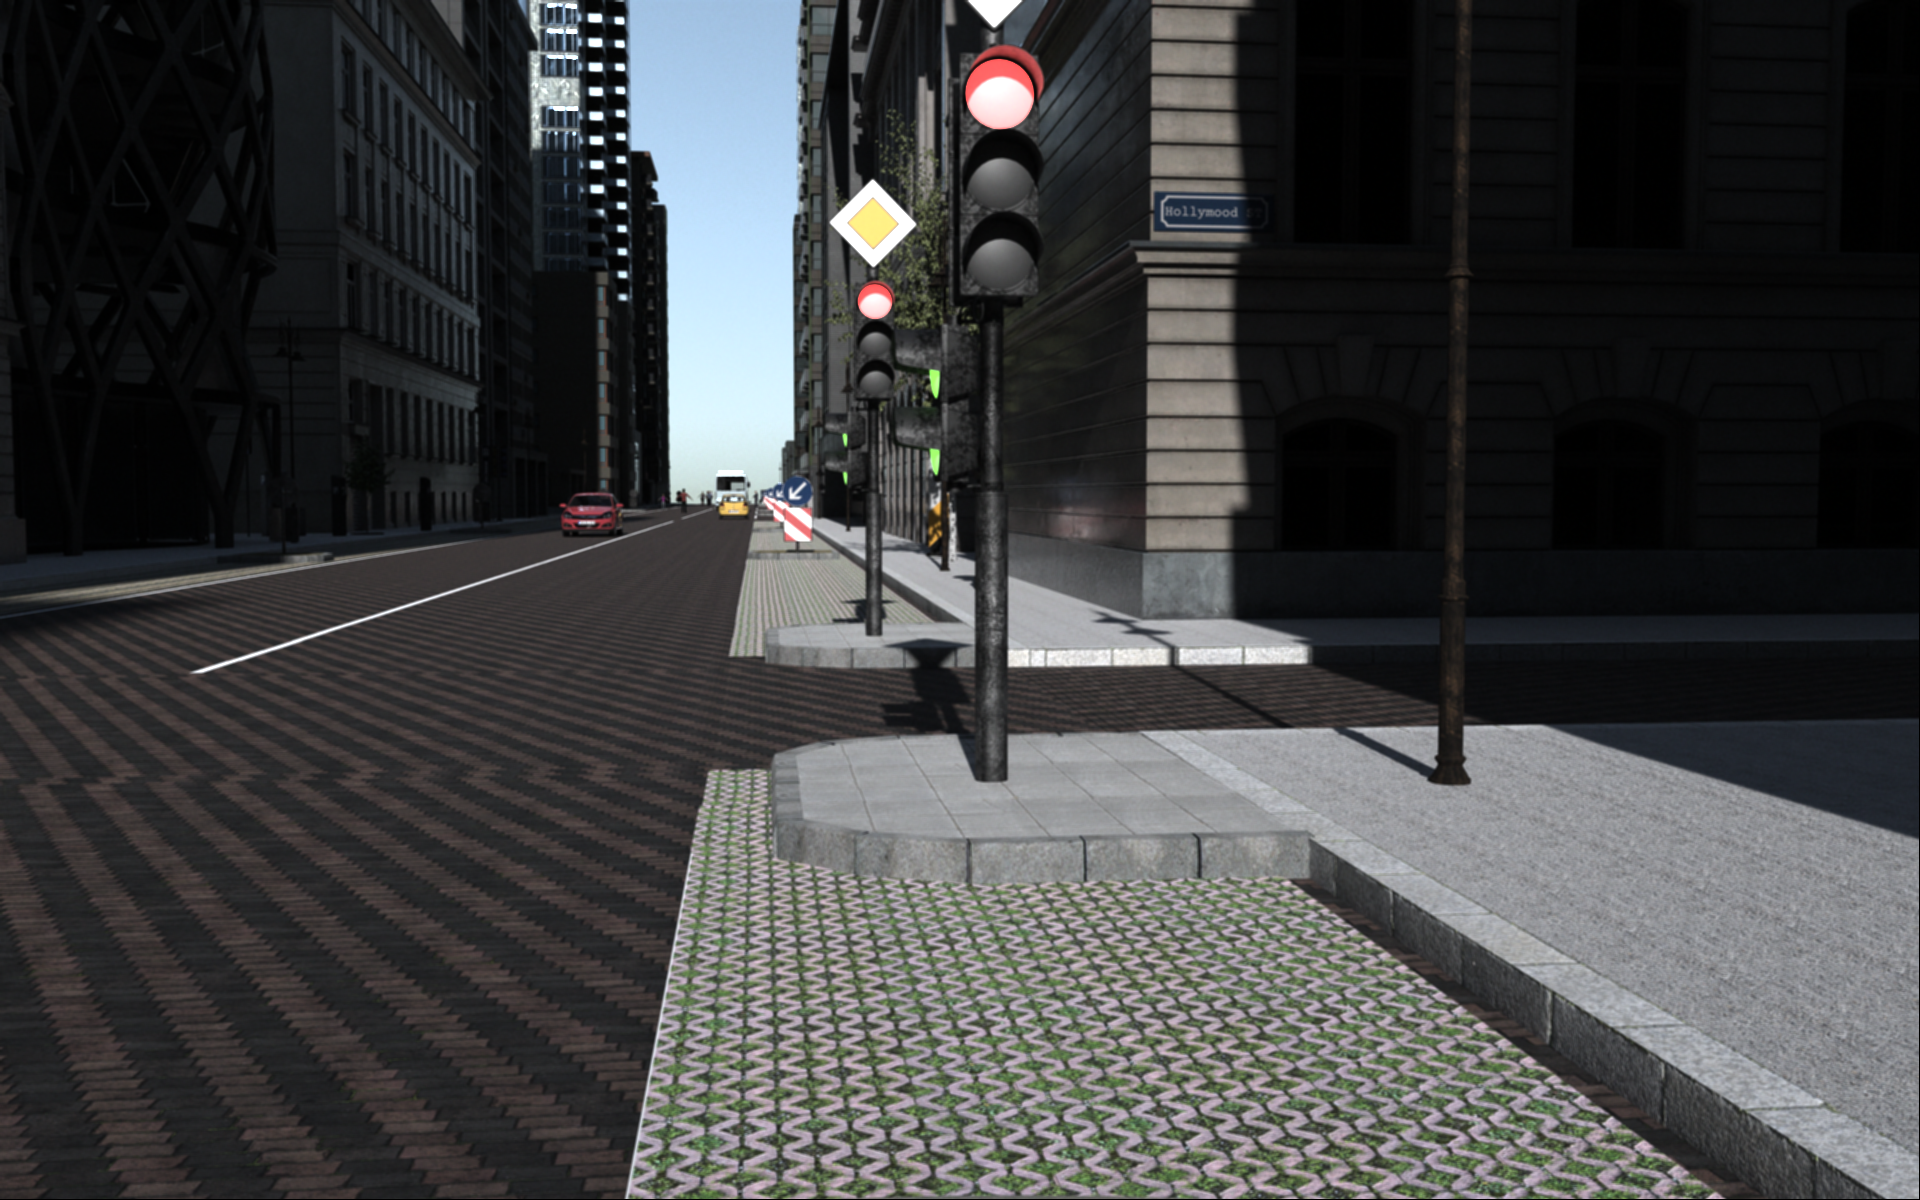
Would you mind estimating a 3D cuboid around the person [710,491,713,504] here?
[{"bbox_3d":[-35.341,-14.576,246.685,0.599,1.838,0.709,0,4,-2],"label":"person"}]

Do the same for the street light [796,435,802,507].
[{"bbox_3d":[-12.622,-9.960,135.639,0.468,5.910,1.993,0,4,-7],"label":"street light"}]

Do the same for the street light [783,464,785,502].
[{"bbox_3d":[-18.602,-13.089,186.790,0.468,5.910,1.993,0,4,-7],"label":"street light"}]

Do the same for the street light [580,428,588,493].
[{"bbox_3d":[-26.405,-9.127,122.013,0.468,5.910,1.993,0,4,-7],"label":"street light"}]

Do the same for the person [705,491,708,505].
[{"bbox_3d":[-31.853,-12.835,218.495,0.705,1.807,1.348,-2,4,-26],"label":"person"}]

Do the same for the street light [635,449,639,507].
[{"bbox_3d":[-32.259,-12.257,173.186,0.468,5.910,1.993,0,4,-7],"label":"street light"}]

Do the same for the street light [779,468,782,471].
[{"bbox_3d":[-22.153,-15.002,218.065,0.468,5.910,1.993,0,4,-7],"label":"street light"}]

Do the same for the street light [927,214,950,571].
[{"bbox_3d":[-0.253,-3.426,28.808,0.468,5.910,1.993,0,4,-7],"label":"street light"}]

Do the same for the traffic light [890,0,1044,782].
[{"bbox_3d":[0.122,-1.146,7.661,0.839,4.253,0.868,0,4,-7],"label":"traffic light"}]

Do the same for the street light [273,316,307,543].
[{"bbox_3d":[-17.428,-4.427,45.170,0.468,5.910,1.993,0,4,-7],"label":"street light"}]

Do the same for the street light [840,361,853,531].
[{"bbox_3d":[-3.867,-5.317,59.726,0.468,5.910,1.993,0,4,-7],"label":"street light"}]

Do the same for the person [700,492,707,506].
[{"bbox_3d":[-30.167,-11.852,202.998,1.217,1.735,0.721,0,4,0],"label":"person"}]

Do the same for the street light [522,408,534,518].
[{"bbox_3d":[-22.784,-7.261,91.497,0.468,5.910,1.993,0,4,-7],"label":"street light"}]

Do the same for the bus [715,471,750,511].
[{"bbox_3d":[-19.263,-9.273,146.471,2.948,3.499,13.247,0,4,-7],"label":"bus"}]

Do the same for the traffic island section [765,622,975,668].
[{"bbox_3d":[-0.757,0.402,15.712,2.009,0.180,2.903,0,4,-7],"label":"traffic island section"}]

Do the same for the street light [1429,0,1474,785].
[{"bbox_3d":[2.182,-2.125,7.533,0.468,5.910,1.993,0,4,-7],"label":"street light"}]

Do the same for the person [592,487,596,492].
[{"bbox_3d":[-19.649,-5.171,93.122,0.705,1.814,1.350,2,4,32],"label":"person"}]

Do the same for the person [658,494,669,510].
[{"bbox_3d":[-26.382,-8.705,154.058,0.991,1.433,0.599,-1,4,-15],"label":"person"}]

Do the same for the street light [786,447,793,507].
[{"bbox_3d":[-16.214,-11.828,166.175,0.468,5.910,1.993,0,4,-7],"label":"street light"}]

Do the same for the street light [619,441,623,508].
[{"bbox_3d":[-29.822,-10.980,152.309,0.468,5.910,1.993,0,4,-7],"label":"street light"}]

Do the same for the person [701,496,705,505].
[{"bbox_3d":[-32.232,-12.553,216.978,0.421,1.427,0.697,2,4,25],"label":"person"}]

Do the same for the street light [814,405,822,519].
[{"bbox_3d":[-7.341,-7.170,90.015,0.468,5.910,1.993,0,4,-7],"label":"street light"}]

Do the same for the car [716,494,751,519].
[{"bbox_3d":[-13.005,-5.461,99.515,2.015,1.641,3.980,0,4,-8],"label":"car"}]

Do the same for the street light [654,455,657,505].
[{"bbox_3d":[-35.740,-14.114,203.553,0.468,5.910,1.993,0,4,-7],"label":"street light"}]

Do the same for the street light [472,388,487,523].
[{"bbox_3d":[-20.925,-6.283,75.511,0.468,5.910,1.993,0,4,-7],"label":"street light"}]

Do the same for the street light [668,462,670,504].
[{"bbox_3d":[-39.251,-15.966,233.838,0.468,5.910,1.993,0,4,-7],"label":"street light"}]

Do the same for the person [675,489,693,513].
[{"bbox_3d":[-20.573,-7.380,129.096,1.348,1.831,0.705,0,4,3],"label":"person"}]

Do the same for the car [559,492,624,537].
[{"bbox_3d":[-12.608,-3.086,59.502,2.155,1.783,4.494,0,4,-6],"label":"car"}]

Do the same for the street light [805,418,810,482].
[{"bbox_3d":[-9.180,-8.108,105.347,0.468,5.910,1.993,0,4,-7],"label":"street light"}]

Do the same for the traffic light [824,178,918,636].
[{"bbox_3d":[-0.798,-1.631,15.593,0.839,4.253,0.868,0,4,-7],"label":"traffic light"}]

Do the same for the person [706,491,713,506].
[{"bbox_3d":[-30.282,-12.274,209.169,0.705,1.826,1.348,2,4,30],"label":"person"}]

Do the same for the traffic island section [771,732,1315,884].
[{"bbox_3d":[0.163,0.887,7.779,2.009,0.180,2.903,0,4,-7],"label":"traffic island section"}]

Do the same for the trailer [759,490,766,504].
[{"bbox_3d":[-27.407,-14.412,242.686,1.471,1.999,3.904,0,4,-6],"label":"trailer"}]

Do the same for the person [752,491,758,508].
[{"bbox_3d":[-21.493,-10.566,181.705,0.568,1.767,0.683,0,4,1],"label":"person"}]
